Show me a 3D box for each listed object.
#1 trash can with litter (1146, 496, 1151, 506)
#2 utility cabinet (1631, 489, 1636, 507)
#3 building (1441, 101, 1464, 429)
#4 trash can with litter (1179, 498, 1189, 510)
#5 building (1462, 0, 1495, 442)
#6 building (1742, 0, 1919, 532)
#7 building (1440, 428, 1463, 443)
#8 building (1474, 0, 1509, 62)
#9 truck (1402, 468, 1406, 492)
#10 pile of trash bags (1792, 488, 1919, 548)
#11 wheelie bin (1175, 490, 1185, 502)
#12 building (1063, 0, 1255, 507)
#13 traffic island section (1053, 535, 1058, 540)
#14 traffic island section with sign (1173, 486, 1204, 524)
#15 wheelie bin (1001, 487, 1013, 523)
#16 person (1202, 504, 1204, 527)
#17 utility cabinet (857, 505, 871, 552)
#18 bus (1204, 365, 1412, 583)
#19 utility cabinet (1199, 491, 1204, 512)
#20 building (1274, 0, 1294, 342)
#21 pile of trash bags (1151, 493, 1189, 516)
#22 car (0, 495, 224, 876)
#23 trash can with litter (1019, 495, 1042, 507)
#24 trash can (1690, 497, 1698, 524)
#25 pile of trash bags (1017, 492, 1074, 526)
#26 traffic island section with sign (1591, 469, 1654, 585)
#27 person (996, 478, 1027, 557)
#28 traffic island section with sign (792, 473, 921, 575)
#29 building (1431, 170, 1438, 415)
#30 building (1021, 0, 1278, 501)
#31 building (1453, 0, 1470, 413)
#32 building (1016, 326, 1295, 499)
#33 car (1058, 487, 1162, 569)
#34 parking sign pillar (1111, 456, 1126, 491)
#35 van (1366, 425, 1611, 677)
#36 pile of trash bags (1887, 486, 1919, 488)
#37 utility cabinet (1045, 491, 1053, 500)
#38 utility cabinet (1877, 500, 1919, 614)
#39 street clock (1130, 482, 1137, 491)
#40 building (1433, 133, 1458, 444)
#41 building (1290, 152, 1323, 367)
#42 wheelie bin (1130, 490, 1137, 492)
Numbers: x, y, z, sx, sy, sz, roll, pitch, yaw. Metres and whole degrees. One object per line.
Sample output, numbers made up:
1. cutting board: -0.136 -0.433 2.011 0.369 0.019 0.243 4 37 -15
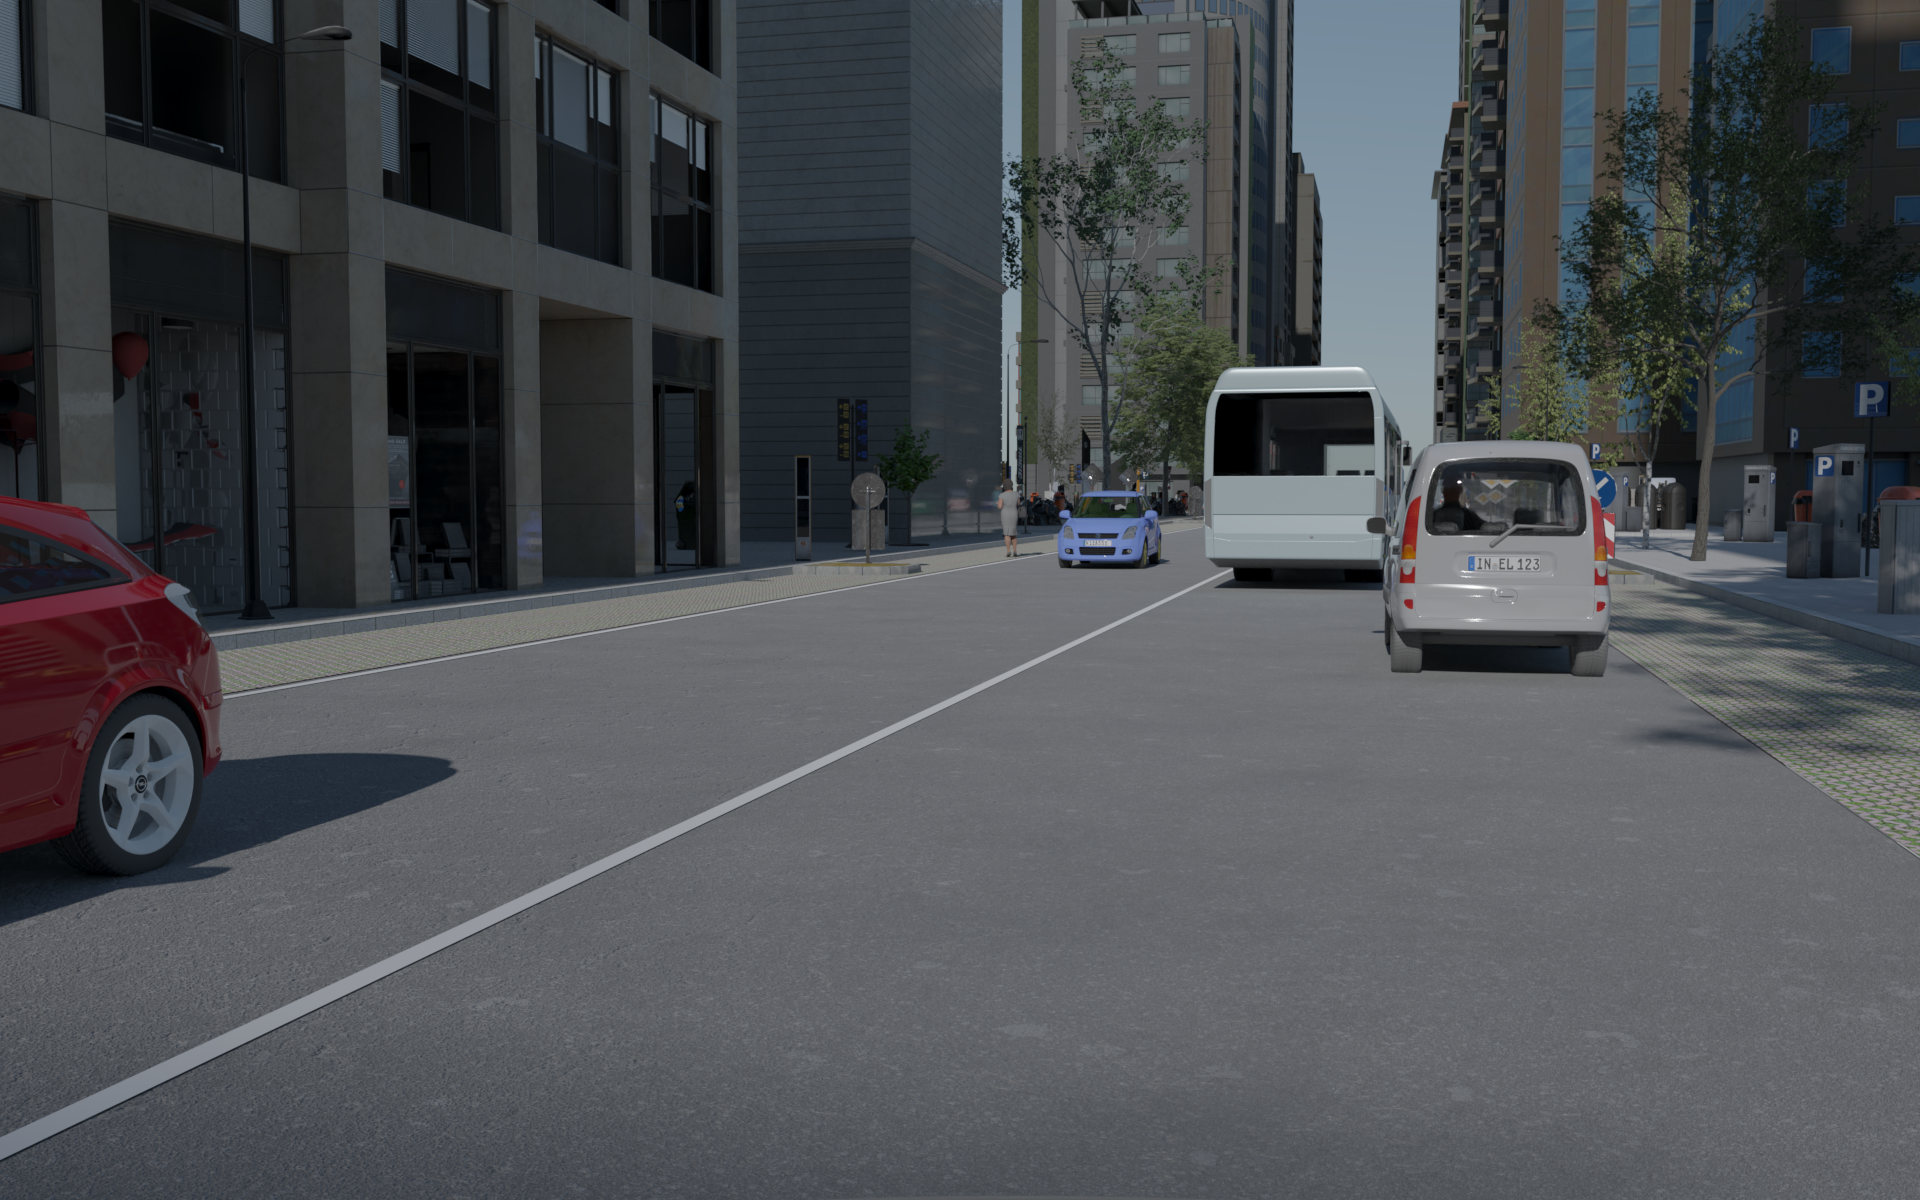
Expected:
1. trash can with litter: 13.098 -6.694 120.838 0.624 1.170 1.055 2 4 30
2. utility cabinet: 28.931 -4.041 74.749 1.173 1.500 0.318 2 4 34
3. building: 64.392 -32.681 188.963 22.147 44.769 28.867 1 4 14
4. trash can with litter: 17.677 -7.590 135.485 1.055 1.170 0.624 -1 4 -20
5. building: 47.483 -27.781 137.816 14.154 41.232 14.086 1 4 14
6. building: 35.796 -25.222 62.490 14.200 45.320 14.600 1 4 14
7. building: 56.534 -51.736 158.548 22.319 86.520 31.000 1 4 14
8. building: 43.888 -27.780 108.821 22.147 44.769 28.867 1 4 14
9. truck: 42.859 -11.093 171.123 2.967 4.110 18.799 1 4 12
10. pile of trash bags: 21.789 -1.936 41.408 3.447 1.369 1.912 1 4 23
11. wheelie bin: 17.577 -7.930 137.561 0.980 1.594 0.693 -2 4 -30
12. building: 16.878 -28.226 145.085 14.154 41.232 14.086 1 4 14
13. traffic island section: 4.191 -2.017 55.259 2.009 0.180 2.903 1 4 14
14. traffic island section with sign: 11.487 -4.637 84.447 1.989 1.847 2.006 1 4 14
15. wheelie bin: 2.035 -4.263 77.606 0.980 1.594 0.693 1 4 10
16. person: 10.693 -4.025 74.174 0.638 1.841 0.748 -2 4 -32
17. utility cabinet: -2.164 -1.692 38.831 0.306 1.237 1.020 0 4 -5
18. bus: 6.570 -2.233 31.371 2.948 3.499 13.247 1 4 15
19. utility cabinet: 17.805 -7.139 125.401 0.318 1.500 1.173 -3 5 -39
20. building: 35.481 -48.374 229.166 20.563 71.187 20.611 1 4 14
21. pile of trash bags: 12.656 -5.699 102.924 1.912 1.369 3.447 2 4 34
22. car: -4.235 0.229 5.301 2.155 1.783 4.494 1 4 13
23. trash can with litter: 4.131 -5.527 101.431 2.233 1.210 1.678 0 4 4
24. trash can: 31.587 -3.813 74.002 0.748 1.137 0.748 0 3 0
25. pile of trash bags: 3.395 -3.768 71.352 1.912 1.369 3.447 2 4 31
26. traffic island section with sign: 10.169 -1.204 28.310 1.989 1.847 2.006 1 4 14
27. person: 1.161 -1.848 39.076 0.716 1.782 0.532 -1 4 -20
28. traffic island section with sign: -1.780 -1.386 31.290 1.989 1.847 2.006 1 4 14
29. building: 88.093 -41.614 269.630 28.713 52.752 27.495 1 4 14
30. building: 18.655 -38.158 165.876 21.231 58.520 28.212 1 4 14
31. building: 71.709 -47.821 220.117 20.563 71.187 20.611 1 4 14
32. building: 22.842 -21.425 195.337 27.650 21.520 28.899 1 4 14
33. car: 3.001 -1.518 34.410 1.945 1.707 3.694 1 4 13
34. parking sign pillar: 10.503 -7.836 116.583 1.447 3.967 1.447 0 4 0
35. van: 4.570 -0.493 15.072 2.013 2.044 4.112 1 4 13
36. pile of trash bags: 11.897 -0.647 20.329 3.447 1.369 1.912 -2 4 -31
37. utility cabinet: 6.858 -7.384 129.407 0.318 1.500 1.173 -3 5 -44
38. utility cabinet: 10.426 -0.454 18.584 1.020 1.237 0.306 0 4 -5
39. street clock: 8.982 -5.214 89.823 0.358 2.002 0.471 -1 4 -13
40. building: 82.222 -39.974 242.808 28.713 52.752 27.495 1 4 14
41. building: 40.492 -38.325 250.321 21.300 48.544 21.600 1 4 14
42. wheelie bin: 12.390 -7.075 123.579 0.980 1.594 0.693 2 4 35
